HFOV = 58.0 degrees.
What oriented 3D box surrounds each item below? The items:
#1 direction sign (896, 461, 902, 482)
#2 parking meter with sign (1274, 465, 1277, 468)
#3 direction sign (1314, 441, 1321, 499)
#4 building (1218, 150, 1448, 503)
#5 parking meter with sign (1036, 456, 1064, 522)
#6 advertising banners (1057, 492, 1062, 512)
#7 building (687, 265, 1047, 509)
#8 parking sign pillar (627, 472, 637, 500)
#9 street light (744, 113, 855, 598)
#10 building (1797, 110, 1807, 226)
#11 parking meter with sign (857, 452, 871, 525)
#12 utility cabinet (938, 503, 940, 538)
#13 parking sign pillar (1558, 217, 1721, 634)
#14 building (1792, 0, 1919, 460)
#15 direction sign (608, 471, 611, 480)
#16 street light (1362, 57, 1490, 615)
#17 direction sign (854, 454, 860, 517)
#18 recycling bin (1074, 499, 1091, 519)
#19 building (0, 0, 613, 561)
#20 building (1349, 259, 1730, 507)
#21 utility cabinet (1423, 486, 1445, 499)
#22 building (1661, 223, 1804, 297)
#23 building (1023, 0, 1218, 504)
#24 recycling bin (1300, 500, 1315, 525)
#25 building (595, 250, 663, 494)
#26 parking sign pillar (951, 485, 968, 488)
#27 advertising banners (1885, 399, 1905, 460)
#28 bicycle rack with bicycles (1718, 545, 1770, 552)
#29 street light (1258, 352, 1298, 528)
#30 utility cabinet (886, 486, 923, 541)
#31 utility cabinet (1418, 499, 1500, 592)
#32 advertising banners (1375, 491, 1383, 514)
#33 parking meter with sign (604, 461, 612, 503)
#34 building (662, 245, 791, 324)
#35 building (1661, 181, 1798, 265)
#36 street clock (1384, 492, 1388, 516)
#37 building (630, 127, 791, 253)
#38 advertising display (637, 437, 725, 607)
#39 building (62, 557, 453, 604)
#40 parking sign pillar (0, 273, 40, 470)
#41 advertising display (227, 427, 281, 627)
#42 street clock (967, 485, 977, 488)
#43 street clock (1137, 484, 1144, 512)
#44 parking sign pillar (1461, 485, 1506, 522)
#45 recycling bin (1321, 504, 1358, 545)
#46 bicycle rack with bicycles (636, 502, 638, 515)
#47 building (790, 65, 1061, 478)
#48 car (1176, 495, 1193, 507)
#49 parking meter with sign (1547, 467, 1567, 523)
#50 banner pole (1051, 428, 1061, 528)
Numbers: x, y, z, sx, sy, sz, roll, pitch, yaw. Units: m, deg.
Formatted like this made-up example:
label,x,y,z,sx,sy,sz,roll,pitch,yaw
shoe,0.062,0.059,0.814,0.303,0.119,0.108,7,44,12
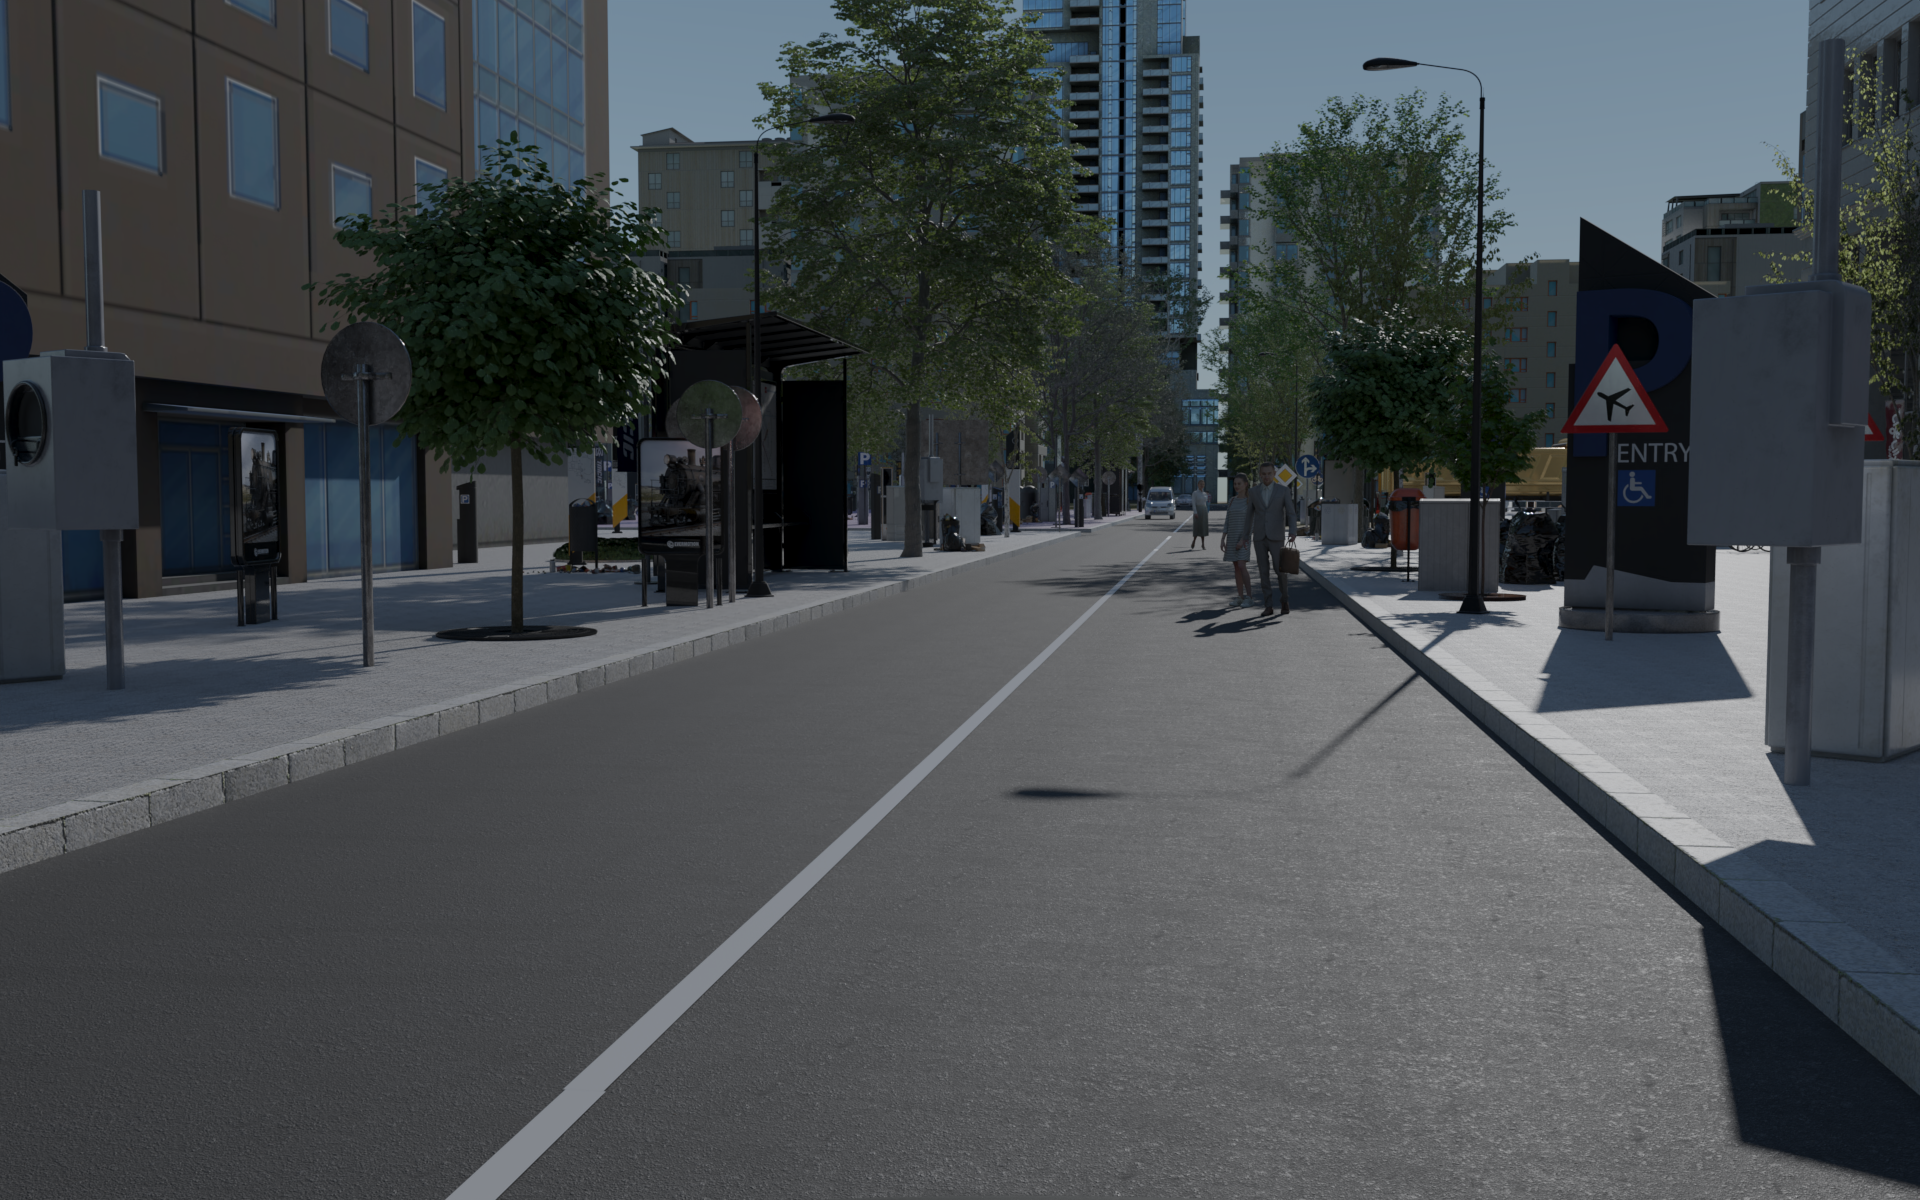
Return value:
label,x,y,z,sx,sy,sz,roll,pitch,yaw
direction sign,-3.917,-7.725,118.302,0.876,3.537,0.379,0,4,-7
parking meter with sign,18.827,-6.577,103.795,0.543,3.016,1.738,0,4,4
direction sign,15.199,-4.998,73.722,0.379,3.537,0.876,2,4,29
building,51.510,-38.034,241.458,30.456,49.044,23.786,1,4,8
parking meter with sign,4.085,-5.136,80.240,0.543,3.016,1.738,-2,4,-34
advertising banners,7.033,-7.655,121.345,0.090,3.025,2.074,2,4,24
building,-7.196,-19.158,158.264,27.650,21.520,28.899,1,4,8
parking sign pillar,-25.401,-8.970,135.123,1.447,3.967,1.447,0,4,8
street light,-1.973,-2.986,21.361,1.470,5.913,1.316,1,4,8
building,98.987,-32.721,185.099,14.200,45.320,14.600,1,4,8
parking meter with sign,-4.054,-4.664,72.512,0.543,3.016,1.738,0,4,-8
utility cabinet,-0.766,-2.402,50.429,1.020,1.237,0.306,1,4,17
parking sign pillar,6.502,-1.714,16.494,1.447,3.967,1.447,2,4,35
building,24.375,-15.311,27.821,11.434,29.767,29.804,1,4,8
direction sign,-25.635,-8.245,126.804,0.379,3.537,0.876,-1,4,-23
street light,4.983,-2.813,18.532,1.470,5.913,1.316,1,4,8
direction sign,-5.709,-6.385,96.399,0.379,3.537,0.876,-1,4,-22
recycling bin,6.402,-4.781,90.725,0.722,1.027,0.722,1,4,22
building,-17.766,-23.945,41.606,14.200,45.320,14.600,1,4,8
building,50.768,-19.073,156.890,27.650,21.520,28.899,1,4,8
utility cabinet,12.737,-2.317,46.566,0.318,1.500,1.173,0,4,1
building,85.137,-25.512,188.825,14.107,30.474,14.160,1,4,8
building,21.028,-56.976,244.221,31.000,86.520,22.319,1,4,8
recycling bin,14.765,-3.690,72.883,0.722,1.027,0.722,0,4,-5
building,-40.070,-26.596,206.546,14.107,30.474,14.160,1,4,8
parking sign pillar,0.008,-8.066,120.345,1.447,3.967,1.447,2,4,29
advertising banners,17.384,-2.147,31.283,0.090,3.025,2.074,-1,4,-9
bicycle rack with bicycles,18.015,-1.543,38.606,2.852,0.926,2.925,-3,5,-44
street light,10.462,-5.151,56.753,1.470,5.913,1.316,1,4,8
utility cabinet,-1.451,-2.318,46.585,0.318,1.500,1.173,3,5,43
utility cabinet,6.598,-0.718,22.908,1.020,1.237,0.306,1,4,18
advertising banners,23.339,-6.155,96.825,2.074,3.025,0.090,-3,5,-44
parking meter with sign,-18.231,-5.732,89.975,0.543,3.016,1.738,-1,4,-17
building,-25.896,-26.541,205.650,14.107,30.474,14.160,1,4,8
building,101.381,-33.367,229.142,14.086,41.232,14.154,1,4,8
street clock,24.870,-5.894,100.944,0.358,2.002,0.471,0,4,-2
building,-30.470,-40.771,255.840,27.495,52.752,28.713,1,4,8
advertising display,-3.187,-0.891,19.788,0.974,1.923,0.123,-1,4,-13
building,-16.323,-22.822,23.250,14.600,45.320,14.200,1,4,8
parking sign pillar,-8.754,-1.636,15.229,1.447,3.967,1.447,2,4,31
advertising display,-6.979,-0.731,17.163,0.123,1.923,0.974,0,4,-1
street clock,0.601,-5.045,87.060,0.471,2.002,0.358,3,4,37
street clock,12.672,-7.164,121.703,0.358,2.002,0.471,-3,4,-38
parking sign pillar,15.910,-3.924,52.623,1.447,3.967,1.447,1,4,20
recycling bin,9.659,-1.927,44.056,0.722,1.027,0.722,2,4,34
bicycle rack with bicycles,-17.597,-5.291,99.893,2.925,0.926,2.852,3,5,45
building,-4.193,-35.276,196.370,30.456,49.044,23.786,1,4,8
car,25.448,-11.214,195.709,2.083,1.381,4.827,1,4,10
parking meter with sign,17.478,-3.234,49.139,0.543,3.016,1.738,-2,4,-32
banner pole,3.697,-4.609,65.380,0.401,3.779,0.863,-1,4,-13
